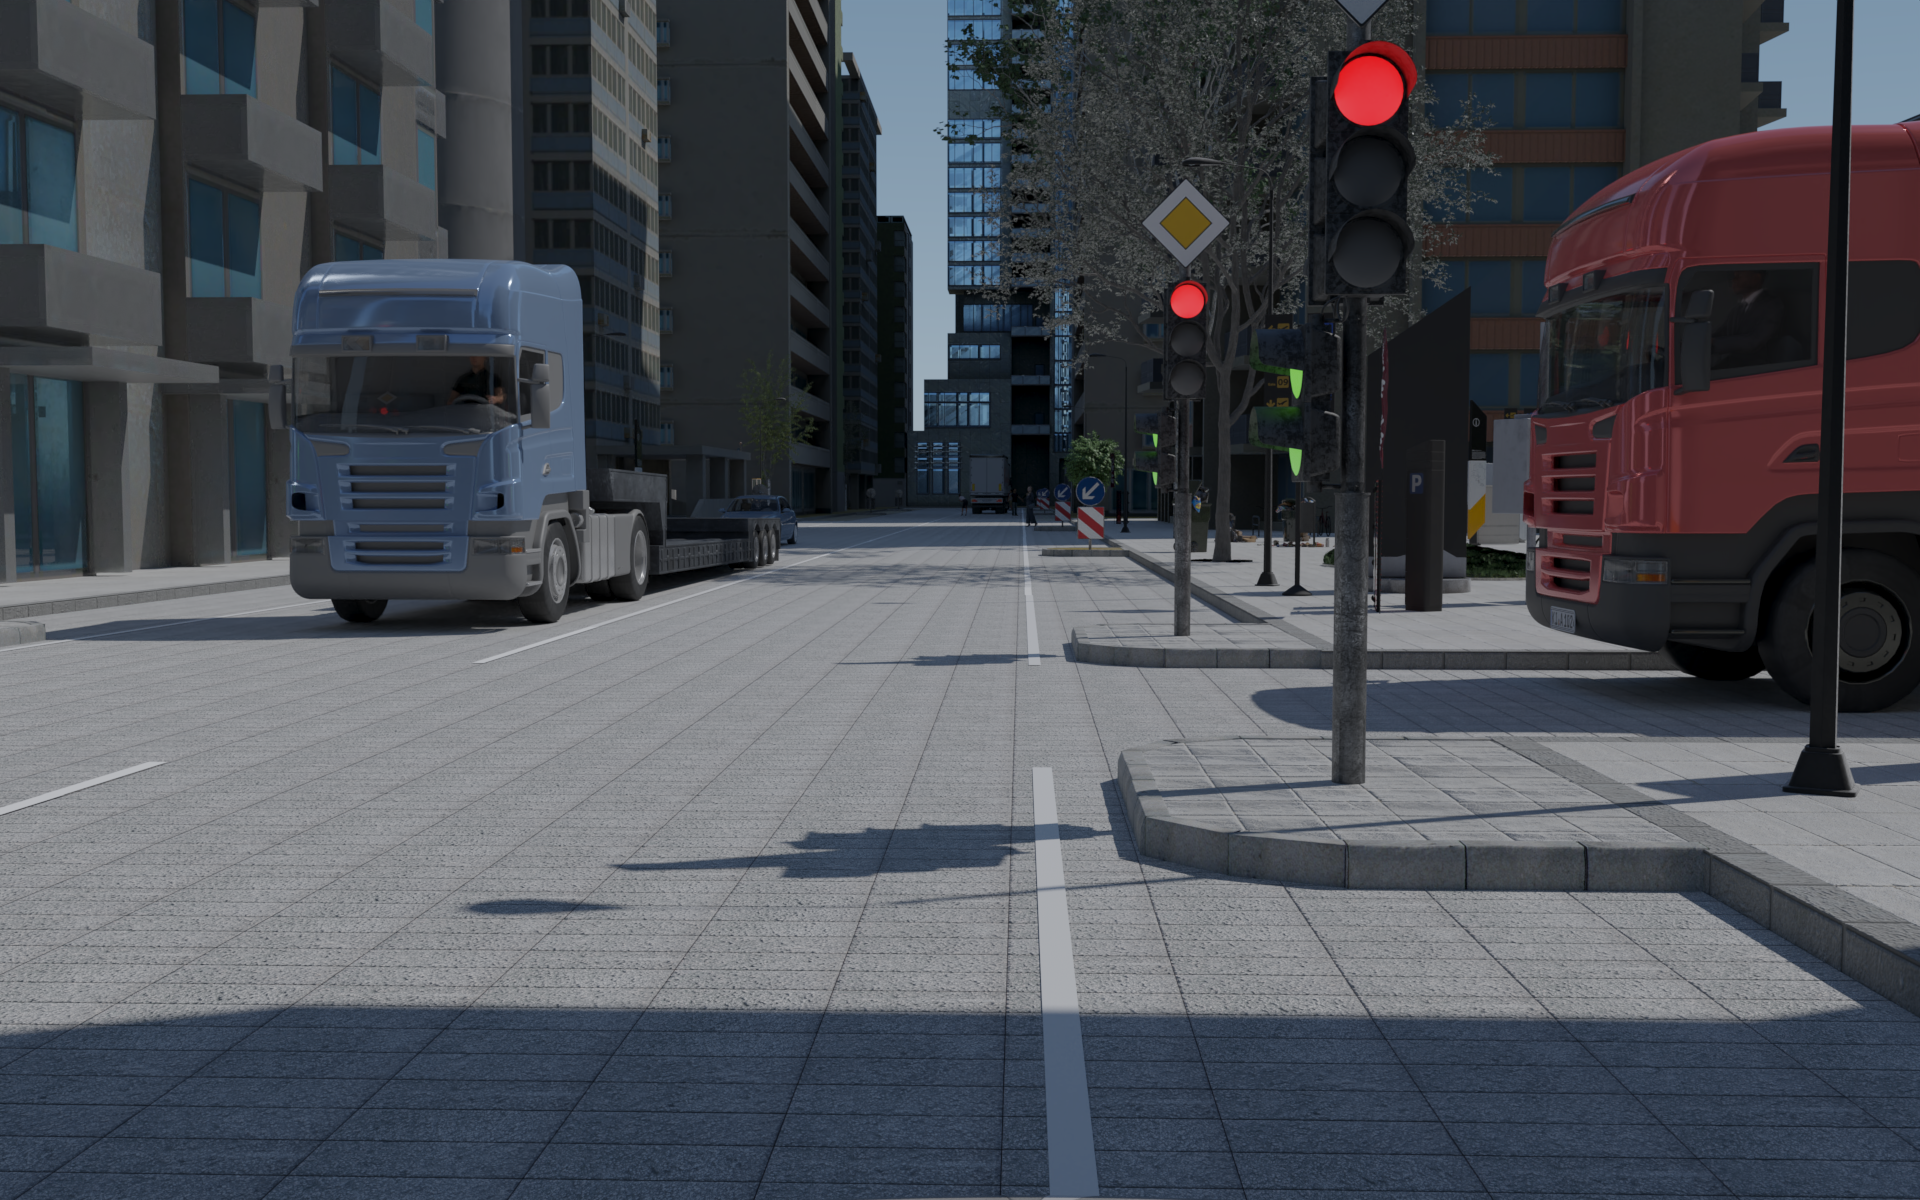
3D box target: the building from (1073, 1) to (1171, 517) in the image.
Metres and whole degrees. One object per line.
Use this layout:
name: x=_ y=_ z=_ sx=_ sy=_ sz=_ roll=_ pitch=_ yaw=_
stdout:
building: x=17.991 y=-29.498 z=105.993 sx=21.300 sy=48.544 sz=21.600 roll=0 pitch=4 yaw=2

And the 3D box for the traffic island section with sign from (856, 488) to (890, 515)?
traffic island section with sign: x=-6.049 y=-6.720 z=118.499 sx=1.989 sy=1.847 sz=2.006 roll=0 pitch=4 yaw=2

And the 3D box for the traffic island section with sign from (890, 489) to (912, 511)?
traffic island section with sign: x=-5.089 y=-8.368 z=145.437 sx=1.989 sy=1.847 sz=2.006 roll=0 pitch=4 yaw=2

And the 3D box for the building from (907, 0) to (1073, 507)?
building: x=10.541 y=-53.293 z=184.019 sx=31.000 sy=86.520 sz=22.319 roll=0 pitch=4 yaw=2

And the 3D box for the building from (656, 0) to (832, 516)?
building: x=-19.386 y=-29.253 z=101.981 sx=21.300 sy=48.544 sz=21.600 roll=0 pitch=4 yaw=2

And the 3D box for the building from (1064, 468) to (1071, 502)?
building: x=19.950 y=-43.820 z=154.710 sx=20.563 sy=71.187 sz=20.611 roll=0 pitch=4 yaw=2

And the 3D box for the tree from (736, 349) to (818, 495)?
tree: x=-9.657 y=-8.477 z=88.955 sx=4.737 sy=8.622 sz=4.395 roll=0 pitch=3 yaw=0

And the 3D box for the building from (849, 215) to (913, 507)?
building: x=-12.170 y=-25.075 z=181.671 sx=14.107 sy=30.474 sz=14.160 roll=0 pitch=4 yaw=2

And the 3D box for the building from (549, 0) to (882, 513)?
building: x=-19.332 y=-28.142 z=152.002 sx=23.993 sy=40.220 sz=32.217 roll=0 pitch=4 yaw=2

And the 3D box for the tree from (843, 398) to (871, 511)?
tree: x=-8.951 y=-11.126 z=132.273 sx=4.360 sy=8.622 sz=3.978 roll=0 pitch=3 yaw=0

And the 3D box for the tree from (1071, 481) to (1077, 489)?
tree: x=6.705 y=-6.042 z=93.396 sx=1.663 sy=3.219 sz=1.824 roll=0 pitch=3 yaw=0

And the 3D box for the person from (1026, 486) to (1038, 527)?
person: x=3.089 y=-4.080 z=75.629 sx=0.534 sy=1.772 sz=0.576 roll=-3 pitch=5 yaw=-41

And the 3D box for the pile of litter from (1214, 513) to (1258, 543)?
pile of litter: x=7.409 y=-1.990 z=46.500 sx=1.176 sy=0.858 sz=1.719 roll=1 pitch=4 yaw=11

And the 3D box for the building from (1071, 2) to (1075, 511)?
building: x=19.000 y=-36.009 z=130.749 sx=21.231 sy=58.520 sz=28.212 roll=0 pitch=4 yaw=2

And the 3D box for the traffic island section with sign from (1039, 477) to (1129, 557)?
traffic island section with sign: x=2.912 y=-1.947 z=40.463 sx=1.989 sy=1.847 sz=2.006 roll=0 pitch=4 yaw=2

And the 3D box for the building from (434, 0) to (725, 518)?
building: x=-25.031 y=-22.902 z=66.329 sx=32.217 sy=40.220 sz=23.993 roll=0 pitch=4 yaw=2

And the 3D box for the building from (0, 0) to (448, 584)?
building: x=-23.360 y=-25.151 z=30.820 sx=23.786 sy=49.044 sz=30.456 roll=0 pitch=4 yaw=2

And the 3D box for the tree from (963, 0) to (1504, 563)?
tree: x=5.081 y=-7.468 z=32.465 sx=12.009 sy=13.543 sz=11.850 roll=0 pitch=3 yaw=0

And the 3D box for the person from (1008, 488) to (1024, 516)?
person: x=3.631 y=-6.483 z=114.504 sx=1.348 sy=1.822 sz=0.705 roll=-3 pitch=4 yaw=-39

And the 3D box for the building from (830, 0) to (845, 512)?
building: x=-15.786 y=-26.714 z=120.371 sx=14.154 sy=41.232 sz=14.086 roll=0 pitch=4 yaw=2

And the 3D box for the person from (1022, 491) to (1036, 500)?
person: x=5.943 y=-8.614 z=149.426 sx=1.348 sy=1.812 sz=0.705 roll=2 pitch=4 yaw=26

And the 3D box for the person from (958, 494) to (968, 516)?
person: x=0.181 y=-6.283 z=114.423 sx=0.799 sy=1.438 sz=0.628 roll=1 pitch=4 yaw=17

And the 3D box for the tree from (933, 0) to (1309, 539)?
tree: x=5.477 y=-11.759 z=48.154 sx=12.611 sy=20.169 sz=13.585 roll=0 pitch=3 yaw=0

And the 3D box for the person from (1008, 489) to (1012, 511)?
person: x=4.326 y=-8.526 z=147.899 sx=0.705 sy=1.824 sz=1.348 roll=-1 pitch=4 yaw=-16

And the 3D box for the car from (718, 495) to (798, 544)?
car: x=-5.638 y=-2.221 z=48.320 sx=2.014 sy=1.417 sz=4.499 roll=0 pitch=4 yaw=4

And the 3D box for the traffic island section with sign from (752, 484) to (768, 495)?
traffic island section with sign: x=-7.842 y=-3.623 z=67.867 sx=1.989 sy=1.847 sz=2.006 roll=0 pitch=4 yaw=2

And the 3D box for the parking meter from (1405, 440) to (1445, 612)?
parking meter: x=5.094 y=-0.813 z=19.003 sx=0.255 sy=1.863 sz=0.399 roll=-2 pitch=4 yaw=-24

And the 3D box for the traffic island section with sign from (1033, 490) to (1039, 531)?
traffic island section with sign: x=3.871 y=-3.595 z=67.402 sx=1.989 sy=1.847 sz=2.006 roll=0 pitch=4 yaw=2

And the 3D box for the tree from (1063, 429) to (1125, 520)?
tree: x=6.749 y=-6.345 z=87.447 sx=4.285 sy=4.588 sz=4.351 roll=0 pitch=3 yaw=0

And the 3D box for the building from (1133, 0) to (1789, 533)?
building: x=18.642 y=-25.335 z=68.854 sx=22.147 sy=44.769 sz=28.867 roll=0 pitch=4 yaw=2

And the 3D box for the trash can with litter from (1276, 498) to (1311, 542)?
trash can with litter: x=9.002 y=-2.157 z=46.647 sx=0.624 sy=1.170 sz=1.055 roll=3 pitch=4 yaw=37

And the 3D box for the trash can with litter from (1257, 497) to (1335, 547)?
trash can with litter: x=8.272 y=-1.917 z=42.405 sx=1.678 sy=1.210 sz=2.233 roll=-2 pitch=4 yaw=-35
